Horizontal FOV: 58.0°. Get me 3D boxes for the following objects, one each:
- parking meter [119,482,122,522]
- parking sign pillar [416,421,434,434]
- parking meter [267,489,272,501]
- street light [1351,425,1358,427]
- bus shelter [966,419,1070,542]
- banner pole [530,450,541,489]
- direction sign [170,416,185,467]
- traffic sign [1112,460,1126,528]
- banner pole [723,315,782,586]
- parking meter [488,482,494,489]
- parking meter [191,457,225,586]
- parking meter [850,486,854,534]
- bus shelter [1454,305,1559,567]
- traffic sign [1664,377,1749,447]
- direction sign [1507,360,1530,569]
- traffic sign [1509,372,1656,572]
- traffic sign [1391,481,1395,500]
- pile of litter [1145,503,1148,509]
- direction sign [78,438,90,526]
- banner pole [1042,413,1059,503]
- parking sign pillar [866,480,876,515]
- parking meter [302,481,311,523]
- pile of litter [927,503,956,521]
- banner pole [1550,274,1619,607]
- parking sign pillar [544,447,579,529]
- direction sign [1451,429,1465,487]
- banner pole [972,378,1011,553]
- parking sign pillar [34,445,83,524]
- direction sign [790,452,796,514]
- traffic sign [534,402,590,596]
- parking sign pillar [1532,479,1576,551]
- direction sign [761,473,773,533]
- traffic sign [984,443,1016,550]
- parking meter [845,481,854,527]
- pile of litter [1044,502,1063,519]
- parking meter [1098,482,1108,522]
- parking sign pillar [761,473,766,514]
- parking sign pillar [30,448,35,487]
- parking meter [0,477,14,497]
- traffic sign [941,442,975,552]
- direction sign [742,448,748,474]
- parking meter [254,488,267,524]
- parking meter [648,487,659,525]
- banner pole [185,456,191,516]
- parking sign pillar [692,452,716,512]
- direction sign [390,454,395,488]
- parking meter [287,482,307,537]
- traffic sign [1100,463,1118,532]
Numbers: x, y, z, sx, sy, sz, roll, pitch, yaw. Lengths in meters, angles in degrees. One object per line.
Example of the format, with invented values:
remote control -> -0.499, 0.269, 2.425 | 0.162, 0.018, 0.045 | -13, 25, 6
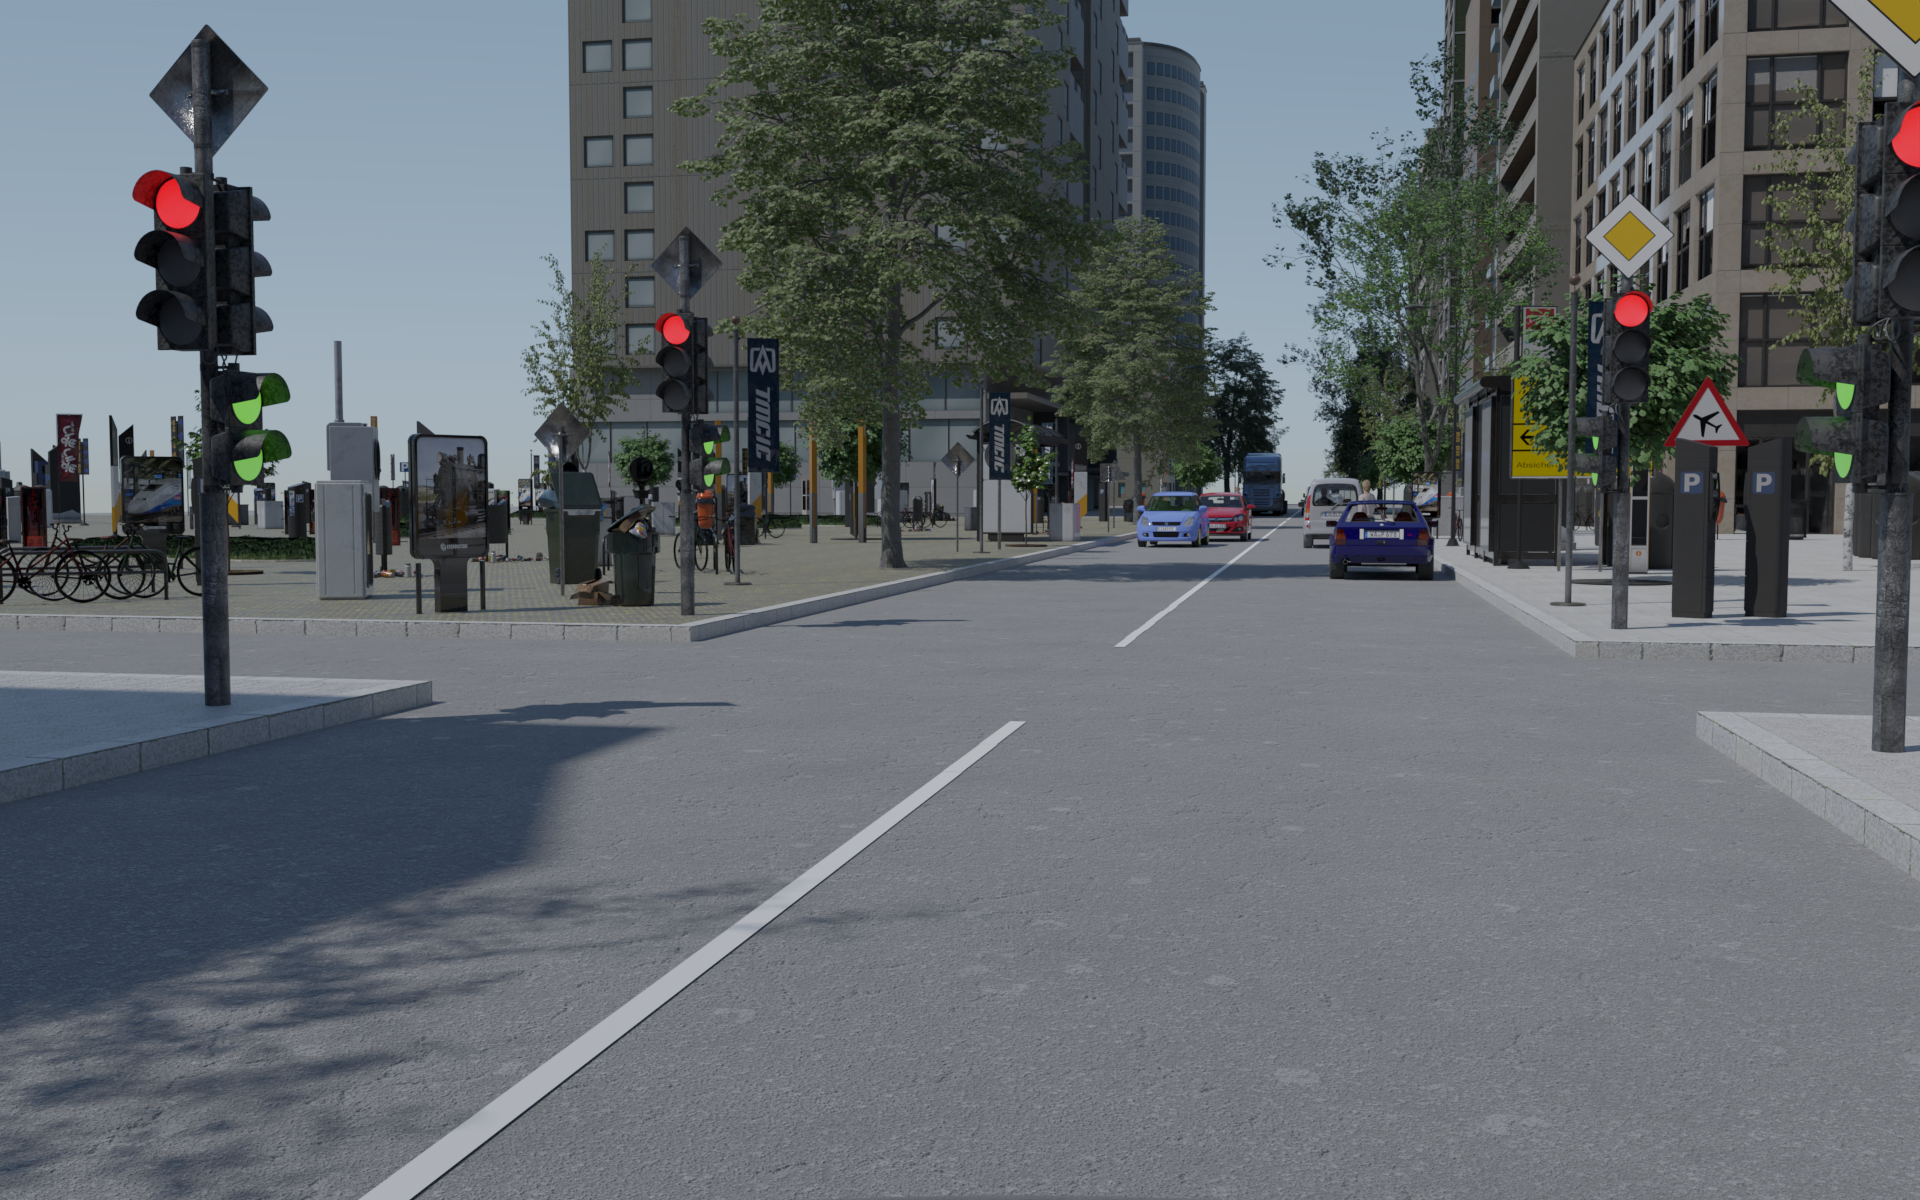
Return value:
parking meter -> -37.929, -4.439, 78.284 | 0.399, 1.863, 0.255 | 1, 4, 16
parking sign pillar -> -19.427, -4.591, 63.541 | 1.447, 3.967, 1.447 | 1, 4, 22
parking meter -> -31.838, -4.355, 79.622 | 0.372, 1.533, 0.369 | 0, 3, 0
street light -> 27.143, -8.847, 117.190 | 1.470, 5.913, 1.316 | 1, 4, 12
bus shelter -> 1.706, -3.364, 48.919 | 2.014, 3.302, 5.546 | 1, 4, 12
banner pole -> -23.950, -6.576, 97.542 | 0.401, 3.779, 0.863 | 2, 4, 34
direction sign -> -22.684, -3.564, 50.274 | 0.876, 3.537, 0.379 | 3, 5, 45
traffic sign -> 5.808, -3.993, 65.284 | 0.884, 2.594, 0.081 | 1, 4, 18
banner pole -> -2.927, -2.106, 24.453 | 0.863, 3.779, 0.401 | -1, 4, -21
parking meter -> -22.692, -4.770, 83.700 | 0.255, 1.863, 0.399 | -3, 5, -40
parking meter -> -10.540, -1.137, 24.298 | 0.399, 1.863, 0.255 | 0, 4, -6
parking meter -> -3.318, -2.858, 55.135 | 0.372, 1.533, 0.369 | 0, 3, 0
bus shelter -> 11.133, -3.490, 34.699 | 2.179, 5.291, 8.768 | 1, 4, 12
traffic sign -> 8.299, -1.181, 19.306 | 0.884, 2.594, 0.081 | 1, 4, 14
direction sign -> 9.594, -2.303, 29.645 | 0.379, 3.537, 0.876 | 2, 4, 29
traffic sign -> 10.249, -2.121, 28.556 | 2.265, 3.308, 0.079 | 1, 4, 19
traffic sign -> 21.012, -5.124, 83.880 | 0.768, 2.556, 0.104 | 1, 4, 12
pile of litter -> 9.070, -4.429, 86.381 | 1.176, 0.858, 1.719 | 1, 4, 20
direction sign -> -35.617, -4.792, 70.347 | 0.876, 3.537, 0.379 | 2, 4, 33
banner pole -> 2.812, -3.877, 53.398 | 0.401, 3.779, 0.863 | -3, 5, -44
parking sign pillar -> -4.051, -5.421, 77.107 | 1.447, 3.967, 1.447 | 0, 4, -7
parking meter -> -28.535, -4.284, 75.749 | 0.399, 1.863, 0.255 | -1, 4, -13
pile of litter -> -0.937, -4.196, 82.566 | 1.719, 0.858, 1.176 | 2, 4, 32
banner pole -> 7.232, -1.824, 19.837 | 0.863, 3.779, 0.401 | 0, 4, -2
parking sign pillar -> -14.567, -4.598, 63.644 | 1.447, 3.967, 1.447 | 3, 5, 39
direction sign -> 17.415, -4.159, 59.995 | 0.876, 3.537, 0.379 | 3, 5, 40
banner pole -> 0.698, -2.907, 37.552 | 0.863, 3.779, 0.401 | 0, 4, -1
parking sign pillar -> -38.844, -5.290, 74.971 | 1.447, 3.967, 1.447 | 2, 4, 35
direction sign -> -9.201, -6.239, 94.006 | 0.876, 3.537, 0.379 | 3, 5, 44
traffic sign -> -5.017, -1.262, 21.812 | 0.795, 2.450, 0.064 | 1, 4, 18
parking sign pillar -> 13.378, -3.129, 39.625 | 1.447, 3.967, 1.447 | 0, 4, 2
direction sign -> -6.400, -3.991, 57.255 | 0.876, 3.537, 0.379 | 0, 4, 0
traffic sign -> 0.908, -2.432, 39.875 | 0.768, 2.556, 0.104 | 1, 4, 21
parking meter -> -4.290, -3.764, 67.257 | 0.255, 1.863, 0.399 | 1, 4, 19
pile of litter -> 5.179, -4.573, 88.741 | 1.719, 0.858, 1.176 | 2, 4, 32
parking meter -> 6.666, -4.580, 80.595 | 0.399, 1.863, 0.255 | 3, 5, 40
parking sign pillar -> -9.461, -5.712, 81.865 | 1.447, 3.967, 1.447 | 0, 4, 1
parking sign pillar -> -54.389, -6.987, 102.706 | 1.447, 3.967, 1.447 | 1, 4, 17
parking meter -> -32.822, -3.300, 59.672 | 0.399, 1.863, 0.255 | -3, 5, -41
traffic sign -> -0.054, -2.271, 38.320 | 0.795, 2.450, 0.064 | 1, 4, 18
direction sign -> -10.424, -5.725, 85.603 | 0.379, 3.537, 0.876 | 3, 5, 41
parking meter -> -29.665, -3.967, 73.263 | 0.372, 1.533, 0.369 | 0, 3, 0
parking meter -> -10.701, -3.187, 60.512 | 0.372, 1.533, 0.369 | 0, 3, 0
banner pole -> -45.742, -6.894, 102.736 | 0.401, 3.779, 0.863 | -3, 5, -42
parking sign pillar -> -11.967, -5.712, 81.858 | 1.447, 3.967, 1.447 | -2, 4, -32
direction sign -> -32.193, -6.505, 98.353 | 0.379, 3.537, 0.876 | -2, 4, -31
parking meter -> -14.314, -1.774, 37.413 | 0.372, 1.533, 0.369 | 0, 3, 0
traffic sign -> 4.972, -3.412, 57.912 | 0.606, 2.300, 0.079 | 1, 4, 17
